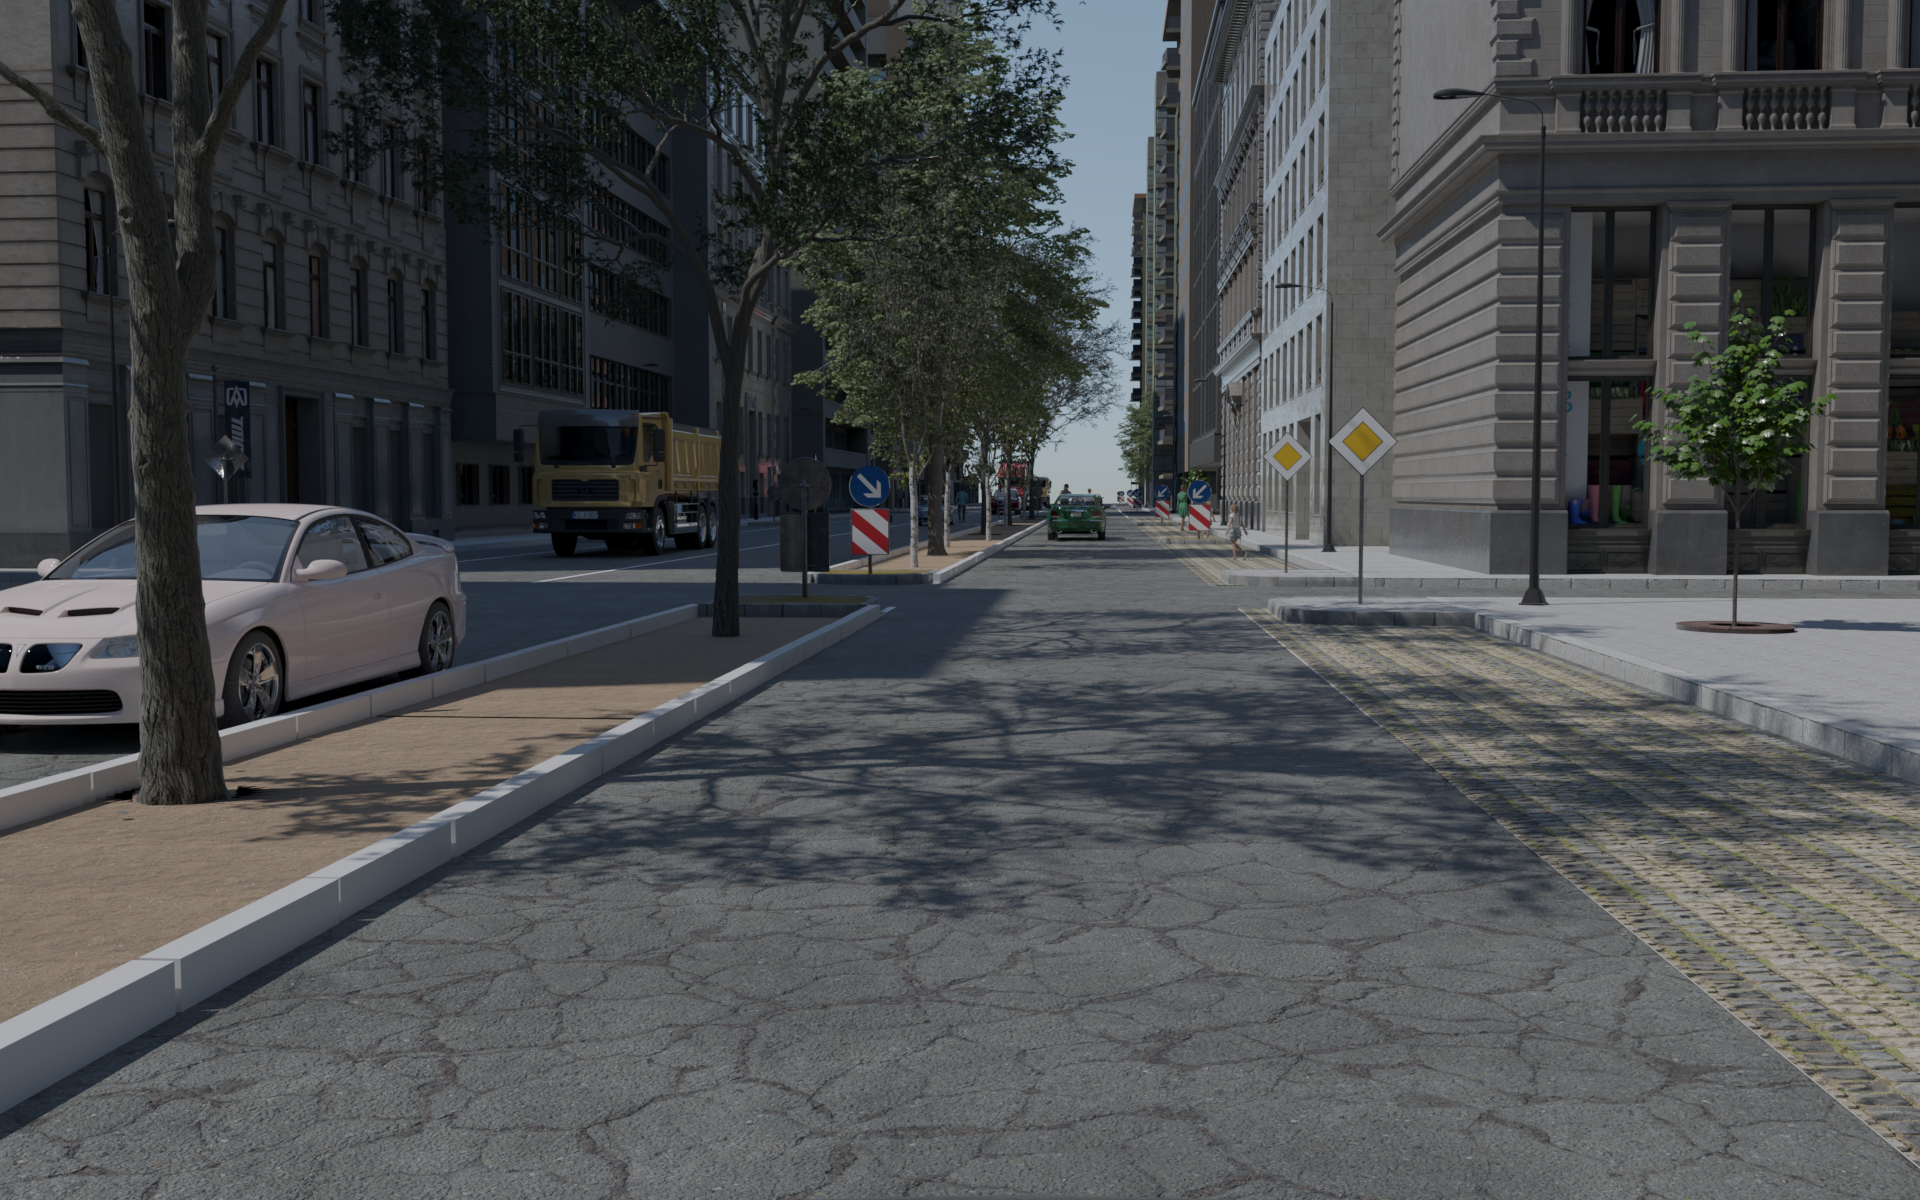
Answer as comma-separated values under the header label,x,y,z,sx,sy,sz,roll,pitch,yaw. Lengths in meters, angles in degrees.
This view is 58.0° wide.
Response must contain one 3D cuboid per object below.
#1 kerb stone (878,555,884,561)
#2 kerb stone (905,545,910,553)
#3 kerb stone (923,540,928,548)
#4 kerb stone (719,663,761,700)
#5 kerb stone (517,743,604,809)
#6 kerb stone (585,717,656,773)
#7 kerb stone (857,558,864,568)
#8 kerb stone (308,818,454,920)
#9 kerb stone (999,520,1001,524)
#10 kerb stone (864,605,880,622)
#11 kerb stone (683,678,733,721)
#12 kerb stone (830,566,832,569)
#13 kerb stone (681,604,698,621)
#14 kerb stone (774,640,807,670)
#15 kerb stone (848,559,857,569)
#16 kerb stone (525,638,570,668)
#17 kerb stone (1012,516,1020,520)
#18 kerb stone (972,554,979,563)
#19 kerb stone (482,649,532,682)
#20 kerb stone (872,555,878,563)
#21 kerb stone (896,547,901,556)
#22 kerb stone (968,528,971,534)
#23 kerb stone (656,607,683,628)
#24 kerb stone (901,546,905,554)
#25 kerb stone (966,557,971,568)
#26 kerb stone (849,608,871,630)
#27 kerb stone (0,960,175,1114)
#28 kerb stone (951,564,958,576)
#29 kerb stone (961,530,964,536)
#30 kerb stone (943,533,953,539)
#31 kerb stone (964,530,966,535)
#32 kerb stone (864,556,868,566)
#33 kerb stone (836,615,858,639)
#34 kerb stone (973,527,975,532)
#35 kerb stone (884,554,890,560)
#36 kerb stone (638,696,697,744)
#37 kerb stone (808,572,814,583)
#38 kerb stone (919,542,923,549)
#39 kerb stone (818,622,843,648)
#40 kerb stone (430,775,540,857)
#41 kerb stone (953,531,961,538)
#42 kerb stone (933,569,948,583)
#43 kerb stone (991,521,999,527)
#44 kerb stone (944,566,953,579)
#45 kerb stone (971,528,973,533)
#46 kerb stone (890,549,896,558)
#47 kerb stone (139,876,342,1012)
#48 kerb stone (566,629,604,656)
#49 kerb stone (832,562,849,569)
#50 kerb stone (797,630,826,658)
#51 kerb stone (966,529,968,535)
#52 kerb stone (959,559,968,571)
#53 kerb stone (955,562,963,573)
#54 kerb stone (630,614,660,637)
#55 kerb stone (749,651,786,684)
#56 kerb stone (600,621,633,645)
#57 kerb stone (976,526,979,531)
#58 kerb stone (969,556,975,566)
label,x,y,z,sx,sy,sz,roll,pitch,yaw
kerb stone,-1.778,-0.879,36.607,0.120,0.150,1.000,0,4,5
kerb stone,-1.368,-1.194,41.730,0.120,0.150,1.000,0,4,5
kerb stone,-0.954,-1.505,46.831,0.120,0.150,1.000,0,4,5
kerb stone,-1.600,0.597,12.427,0.120,0.150,1.000,0,4,5
kerb stone,-1.930,0.847,8.346,0.120,0.150,1.000,0,4,5
kerb stone,-1.845,0.785,9.366,0.120,0.150,1.000,0,4,5
kerb stone,-2.027,-0.693,33.528,0.120,0.150,1.000,0,4,5
kerb stone,-2.097,0.973,6.306,0.120,0.150,1.000,0,4,5
kerb stone,1.660,-3.507,79.540,0.120,0.150,1.000,0,4,5
kerb stone,-1.030,0.160,19.582,0.120,0.150,1.000,0,4,5
kerb stone,-1.680,0.662,11.408,0.120,0.150,1.000,0,4,5
kerb stone,-2.347,-0.442,29.422,0.120,0.150,1.000,0,4,5
kerb stone,-3.127,0.152,19.745,0.120,0.150,1.000,0,4,5
kerb stone,-1.444,0.473,14.469,0.120,0.150,1.000,0,4,5
kerb stone,-2.107,-0.630,32.506,0.120,0.150,1.000,0,4,5
kerb stone,-3.532,0.463,14.632,0.120,0.150,1.000,0,4,5
kerb stone,3.206,-4.695,98.951,0.120,0.150,1.000,0,4,5
kerb stone,0.234,-0.806,35.444,0.120,0.150,1.000,0,4,5
kerb stone,-3.608,0.527,13.609,0.120,0.150,1.000,0,4,5
kerb stone,-1.853,-0.819,35.581,0.120,0.150,1.000,0,4,5
kerb stone,-1.527,-1.069,39.674,0.120,0.150,1.000,0,4,5
kerb stone,0.192,-2.382,61.142,0.120,0.150,1.000,0,4,5
kerb stone,-3.199,0.212,18.725,0.120,0.150,1.000,0,4,5
kerb stone,-1.456,-1.132,40.702,0.120,0.150,1.000,0,4,5
kerb stone,0.075,-0.685,33.387,0.120,0.150,1.000,0,4,5
kerb stone,-1.111,0.222,18.561,0.120,0.150,1.000,0,4,5
kerb stone,-2.257,1.097,4.268,0.120,0.150,1.000,0,4,5
kerb stone,-0.171,-0.497,30.328,0.120,0.150,1.000,0,4,5
kerb stone,-0.060,-2.195,58.081,0.120,0.150,1.000,0,4,5
kerb stone,-0.386,-1.942,53.985,0.120,0.150,1.000,0,4,5
kerb stone,0.015,-2.257,59.100,0.120,0.150,1.000,0,4,5
kerb stone,-1.935,-0.754,34.552,0.120,0.150,1.000,0,4,5
kerb stone,-1.184,0.286,17.541,0.120,0.150,1.000,0,4,5
kerb stone,0.346,-2.508,63.195,0.120,0.150,1.000,0,4,5
kerb stone,-1.696,-0.944,37.625,0.120,0.150,1.000,0,4,5
kerb stone,-1.767,0.722,10.385,0.120,0.150,1.000,0,4,5
kerb stone,-2.433,-0.379,28.400,0.120,0.150,1.000,0,4,5
kerb stone,-1.123,-1.382,44.786,0.120,0.150,1.000,0,4,5
kerb stone,-1.273,0.348,16.511,0.120,0.150,1.000,0,4,5
kerb stone,-2.006,0.909,7.327,0.120,0.150,1.000,0,4,5
kerb stone,-0.144,-2.133,57.062,0.120,0.150,1.000,0,4,5
kerb stone,-0.335,-0.372,28.281,0.120,0.150,1.000,0,4,5
kerb stone,1.567,-3.445,78.513,0.120,0.150,1.000,0,4,5
kerb stone,-0.256,-0.432,29.303,0.120,0.150,1.000,0,4,5
kerb stone,0.272,-2.445,62.173,0.120,0.150,1.000,0,4,5
kerb stone,-1.613,-1.006,38.649,0.120,0.150,1.000,0,4,5
kerb stone,-2.172,1.034,5.287,0.120,0.150,1.000,0,4,5
kerb stone,-3.447,0.400,15.654,0.120,0.150,1.000,0,4,5
kerb stone,-2.191,-0.567,31.470,0.120,0.150,1.000,0,4,5
kerb stone,-1.360,0.410,15.493,0.120,0.150,1.000,0,4,5
kerb stone,0.100,-2.319,60.119,0.120,0.150,1.000,0,4,5
kerb stone,-0.002,-0.622,32.368,0.120,0.150,1.000,0,4,5
kerb stone,-0.084,-0.556,31.350,0.120,0.150,1.000,0,4,5
kerb stone,-3.281,0.275,17.697,0.120,0.150,1.000,0,4,5
kerb stone,-1.524,0.535,13.447,0.120,0.150,1.000,0,4,5
kerb stone,-3.371,0.339,16.679,0.120,0.150,1.000,0,4,5
kerb stone,0.513,-2.631,65.232,0.120,0.150,1.000,0,4,5
kerb stone,0.157,-0.739,34.417,0.120,0.150,1.000,0,4,5
